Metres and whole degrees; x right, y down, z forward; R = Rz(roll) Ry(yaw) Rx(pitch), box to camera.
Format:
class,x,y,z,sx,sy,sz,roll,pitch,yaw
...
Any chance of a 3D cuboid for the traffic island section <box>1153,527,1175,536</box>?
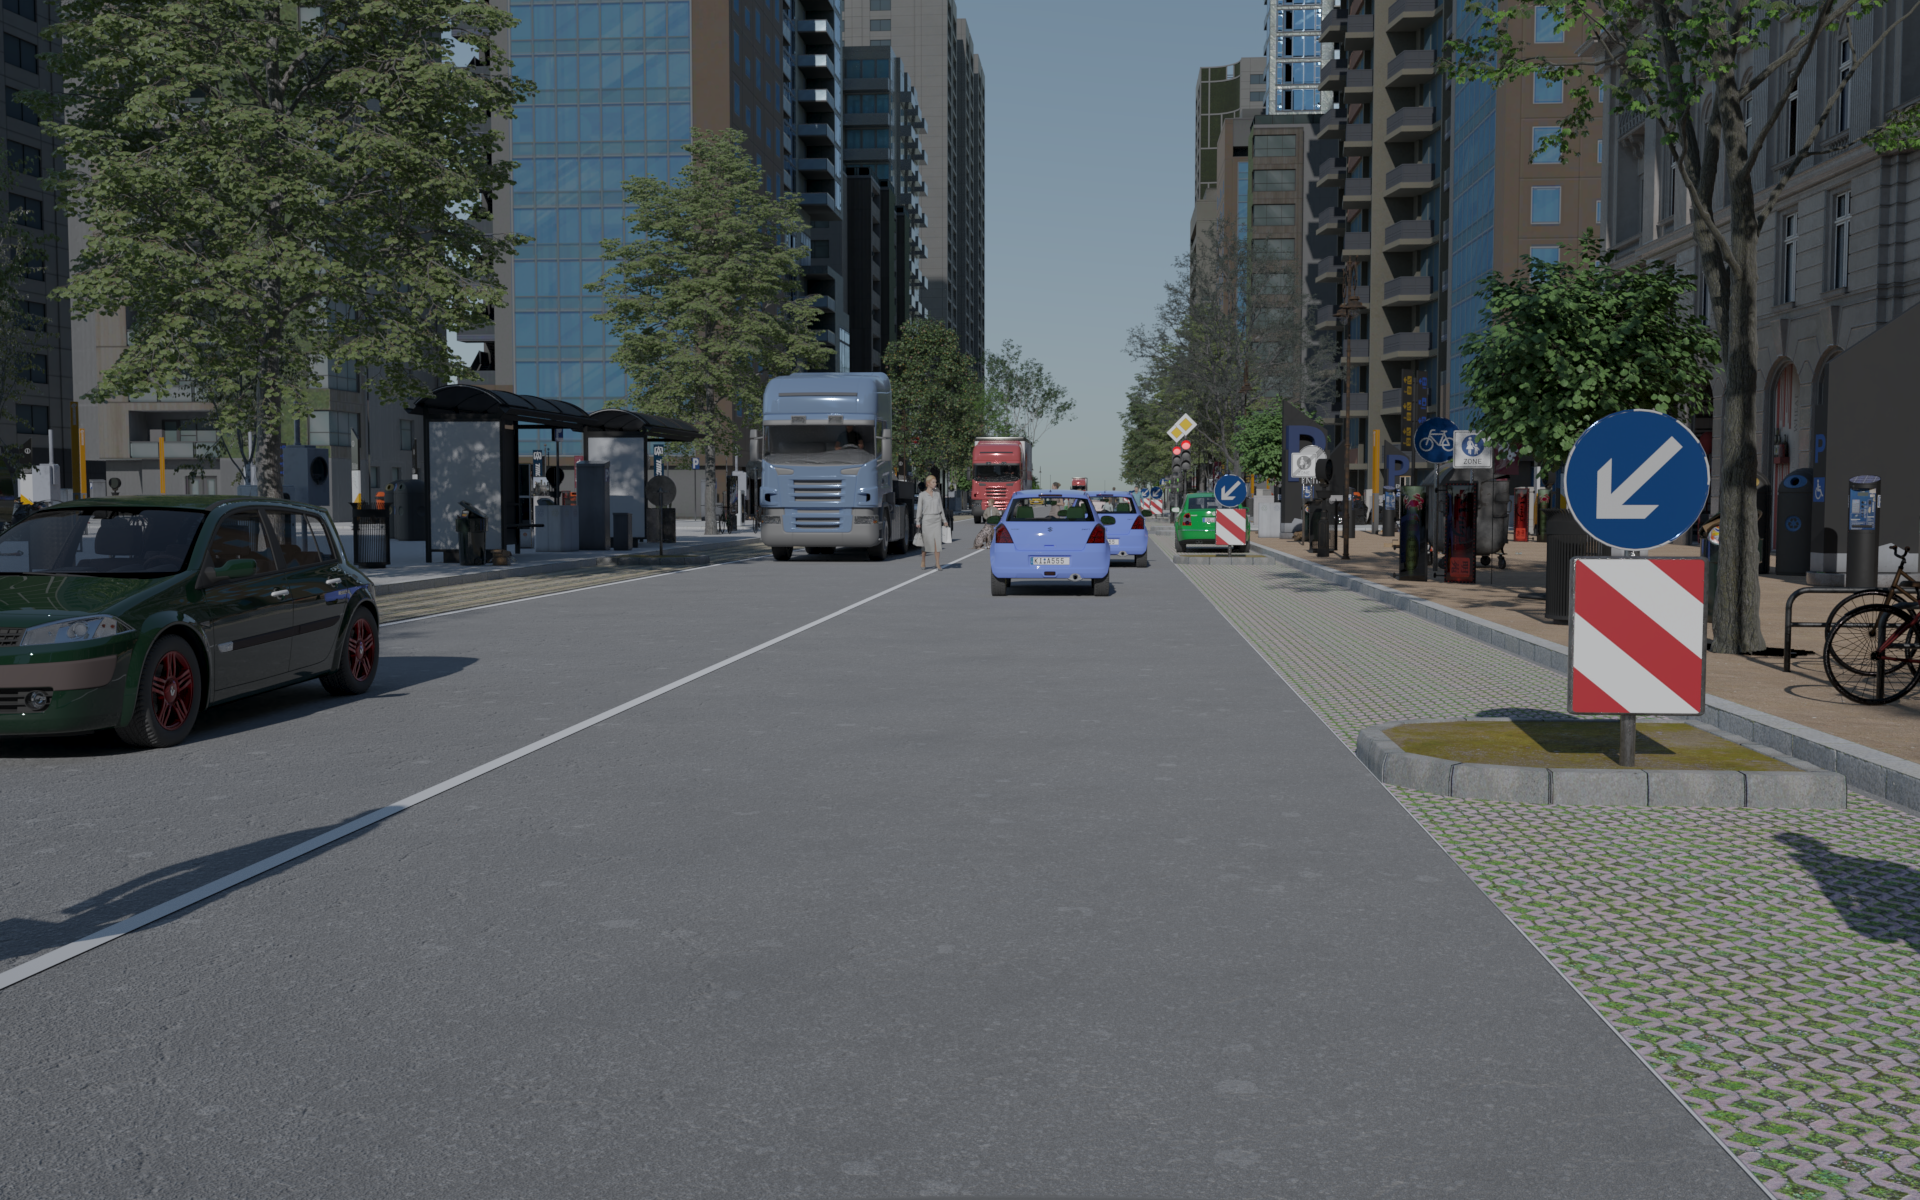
class,x,y,z,sx,sy,sz,roll,pitch,yaw
traffic island section,7.849,-2.325,60.295,2.009,0.180,2.903,0,4,5

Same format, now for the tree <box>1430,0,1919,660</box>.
class,x,y,z,sx,sy,sz,roll,pitch,yaw
tree,6.135,-5.382,13.746,9.928,11.665,9.643,0,3,0

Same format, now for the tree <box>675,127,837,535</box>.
class,x,y,z,sx,sy,sz,roll,pitch,yaw
tree,-7.704,-8.292,53.697,7.486,12.596,7.792,0,3,0

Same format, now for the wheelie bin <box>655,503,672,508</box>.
class,x,y,z,sx,sy,sz,roll,pitch,yaw
wheelie bin,-14.022,-4.518,81.777,0.980,1.594,0.693,1,4,17

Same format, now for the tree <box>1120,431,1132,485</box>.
class,x,y,z,sx,sy,sz,roll,pitch,yaw
tree,27.266,-20.875,259.424,7.486,12.596,7.792,0,3,0

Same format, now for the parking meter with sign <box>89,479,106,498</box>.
class,x,y,z,sx,sy,sz,roll,pitch,yaw
parking meter with sign,-44.954,-5.756,90.363,1.738,3.016,0.543,-3,5,-44

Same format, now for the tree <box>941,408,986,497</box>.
class,x,y,z,sx,sy,sz,roll,pitch,yaw
tree,-0.157,-10.970,129.720,4.737,8.622,4.395,0,3,0

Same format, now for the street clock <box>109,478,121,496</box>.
class,x,y,z,sx,sy,sz,roll,pitch,yaw
street clock,-37.108,-4.375,76.098,0.471,2.002,0.358,1,4,9

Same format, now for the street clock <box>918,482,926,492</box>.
class,x,y,z,sx,sy,sz,roll,pitch,yaw
street clock,-2.207,-5.911,101.222,0.471,2.002,0.358,1,4,18

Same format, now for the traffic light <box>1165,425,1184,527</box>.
class,x,y,z,sx,sy,sz,roll,pitch,yaw
traffic light,8.494,-4.845,68.140,0.839,4.253,0.868,0,4,5

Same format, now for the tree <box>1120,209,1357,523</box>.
class,x,y,z,sx,sy,sz,roll,pitch,yaw
tree,11.991,-10.109,75.646,12.009,13.543,11.850,0,3,0

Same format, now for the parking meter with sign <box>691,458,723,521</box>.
class,x,y,z,sx,sy,sz,roll,pitch,yaw
parking meter with sign,-11.983,-5.282,82.614,1.738,3.016,0.543,2,4,31

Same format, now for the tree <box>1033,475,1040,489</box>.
class,x,y,z,sx,sy,sz,roll,pitch,yaw
tree,10.376,-16.916,260.289,4.285,4.588,4.351,0,3,0

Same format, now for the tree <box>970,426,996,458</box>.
class,x,y,z,sx,sy,sz,roll,pitch,yaw
tree,2.850,-13.933,178.173,4.360,8.622,3.978,0,3,0

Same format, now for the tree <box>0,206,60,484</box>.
class,x,y,z,sx,sy,sz,roll,pitch,yaw
tree,-23.615,-5.573,41.483,4.360,8.622,3.978,0,3,0

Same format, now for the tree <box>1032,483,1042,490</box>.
class,x,y,z,sx,sy,sz,roll,pitch,yaw
tree,13.357,-18.398,295.415,1.663,3.219,1.824,0,3,0

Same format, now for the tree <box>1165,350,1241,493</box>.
class,x,y,z,sx,sy,sz,roll,pitch,yaw
tree,12.227,-8.252,85.282,4.360,8.622,3.978,0,3,0

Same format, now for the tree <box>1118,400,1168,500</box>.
class,x,y,z,sx,sy,sz,roll,pitch,yaw
tree,23.859,-17.835,208.607,9.611,12.733,9.660,0,3,0

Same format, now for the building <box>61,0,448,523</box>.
class,x,y,z,sx,sy,sz,roll,pitch,yaw
building,-34.182,-24.459,83.493,14.086,41.232,14.154,0,4,5

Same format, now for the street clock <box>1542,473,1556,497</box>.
class,x,y,z,sx,sy,sz,roll,pitch,yaw
street clock,17.347,-2.845,51.079,0.358,2.002,0.471,0,4,-7

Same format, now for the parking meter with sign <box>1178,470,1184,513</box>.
class,x,y,z,sx,sy,sz,roll,pitch,yaw
parking meter with sign,13.812,-6.918,109.373,0.543,3.016,1.738,0,4,2

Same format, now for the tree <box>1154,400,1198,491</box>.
class,x,y,z,sx,sy,sz,roll,pitch,yaw
tree,16.784,-11.116,132.115,4.737,8.622,4.395,0,3,0

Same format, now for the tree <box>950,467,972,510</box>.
class,x,y,z,sx,sy,sz,roll,pitch,yaw
tree,0.278,-9.569,140.174,4.285,4.588,4.351,0,3,0

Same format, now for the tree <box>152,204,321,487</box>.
class,x,y,z,sx,sy,sz,roll,pitch,yaw
tree,-17.587,-5.631,42.430,4.360,8.622,3.978,0,3,0

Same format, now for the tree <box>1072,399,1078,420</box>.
class,x,y,z,sx,sy,sz,roll,pitch,yaw
tree,10.316,-23.400,238.471,12.611,20.169,13.585,0,3,0

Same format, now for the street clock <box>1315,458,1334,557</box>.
class,x,y,z,sx,sy,sz,roll,pitch,yaw
street clock,7.418,-1.879,35.296,0.358,2.002,0.471,2,4,34

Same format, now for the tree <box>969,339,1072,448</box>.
class,x,y,z,sx,sy,sz,roll,pitch,yaw
tree,6.622,-21.596,208.975,12.611,20.169,13.585,0,3,0

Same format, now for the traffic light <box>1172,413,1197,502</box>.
class,x,y,z,sx,sy,sz,roll,pitch,yaw
traffic light,7.810,-4.359,60.184,0.839,4.253,0.868,0,4,5

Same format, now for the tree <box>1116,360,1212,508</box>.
class,x,y,z,sx,sy,sz,roll,pitch,yaw
tree,19.029,-15.311,156.989,9.857,13.997,8.962,0,3,0

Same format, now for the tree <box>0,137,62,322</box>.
class,x,y,z,sx,sy,sz,roll,pitch,yaw
tree,-18.561,-4.939,31.116,4.737,8.622,4.395,0,3,0

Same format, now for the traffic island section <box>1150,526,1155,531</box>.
class,x,y,z,sx,sy,sz,roll,pitch,yaw
traffic island section,8.533,-2.812,68.251,2.009,0.180,2.903,0,4,5

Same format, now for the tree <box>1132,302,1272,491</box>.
class,x,y,z,sx,sy,sz,roll,pitch,yaw
tree,14.753,-11.268,102.359,7.486,12.596,7.792,0,3,0

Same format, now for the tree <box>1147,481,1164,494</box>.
class,x,y,z,sx,sy,sz,roll,pitch,yaw
tree,22.039,-11.983,190.521,1.663,3.219,1.824,0,3,0

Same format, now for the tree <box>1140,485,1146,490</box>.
class,x,y,z,sx,sy,sz,roll,pitch,yaw
tree,29.021,-16.953,271.774,1.663,3.219,1.824,0,3,0

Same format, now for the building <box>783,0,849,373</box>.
class,x,y,z,sx,sy,sz,roll,pitch,yaw
building,-19.300,-49.491,121.845,22.319,86.520,31.000,0,4,5

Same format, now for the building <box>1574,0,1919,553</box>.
class,x,y,z,sx,sy,sz,roll,pitch,yaw
building,23.563,-12.032,38.516,13.314,21.916,24.055,0,4,5

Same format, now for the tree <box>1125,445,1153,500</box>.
class,x,y,z,sx,sy,sz,roll,pitch,yaw
tree,31.040,-21.795,290.759,7.601,10.594,8.767,3,5,41

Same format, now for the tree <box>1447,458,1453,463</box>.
class,x,y,z,sx,sy,sz,roll,pitch,yaw
tree,21.009,-4.842,73.773,1.663,3.219,1.824,0,3,0

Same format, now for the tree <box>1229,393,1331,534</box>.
class,x,y,z,sx,sy,sz,roll,pitch,yaw
tree,10.416,-4.441,56.325,4.285,4.588,4.351,0,3,0

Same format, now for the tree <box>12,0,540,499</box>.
class,x,y,z,sx,sy,sz,roll,pitch,yaw
tree,-9.548,-6.499,24.387,7.486,12.596,7.792,0,3,0

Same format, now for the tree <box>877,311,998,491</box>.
class,x,y,z,sx,sy,sz,roll,pitch,yaw
tree,-2.139,-11.734,108.860,9.611,12.733,9.660,0,3,0

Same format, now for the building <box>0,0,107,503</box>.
class,x,y,z,sx,sy,sz,roll,pitch,yaw
building,-59.064,-39.806,89.082,20.611,71.187,20.563,0,4,5

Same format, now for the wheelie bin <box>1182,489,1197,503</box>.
class,x,y,z,sx,sy,sz,roll,pitch,yaw
wheelie bin,18.069,-7.949,137.879,0.693,1.594,0.980,-2,4,-28

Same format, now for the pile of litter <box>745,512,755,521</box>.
class,x,y,z,sx,sy,sz,roll,pitch,yaw
pile of litter,-10.552,-4.318,84.566,1.176,0.858,1.719,-2,4,-30

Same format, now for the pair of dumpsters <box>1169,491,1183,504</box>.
class,x,y,z,sx,sy,sz,roll,pitch,yaw
pair of dumpsters,17.870,-8.486,141.234,1.574,2.255,4.437,0,4,5

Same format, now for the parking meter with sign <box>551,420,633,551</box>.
class,x,y,z,sx,sy,sz,roll,pitch,yaw
parking meter with sign,-8.346,-2.639,39.403,1.738,3.016,0.543,0,4,7

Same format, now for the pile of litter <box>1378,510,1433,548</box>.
class,x,y,z,sx,sy,sz,roll,pitch,yaw
pile of litter,10.901,-1.688,41.559,1.176,0.858,1.719,-1,4,-15

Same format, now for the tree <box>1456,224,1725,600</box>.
class,x,y,z,sx,sy,sz,roll,pitch,yaw
tree,7.592,-2.289,21.135,4.285,4.588,4.351,0,3,0

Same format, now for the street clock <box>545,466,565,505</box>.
class,x,y,z,sx,sy,sz,roll,pitch,yaw
street clock,-10.537,-2.479,45.109,0.471,2.002,0.358,-1,4,-10

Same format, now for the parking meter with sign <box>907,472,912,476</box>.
class,x,y,z,sx,sy,sz,roll,pitch,yaw
parking meter with sign,-3.987,-8.533,135.769,0.543,3.016,1.738,-1,4,-11
